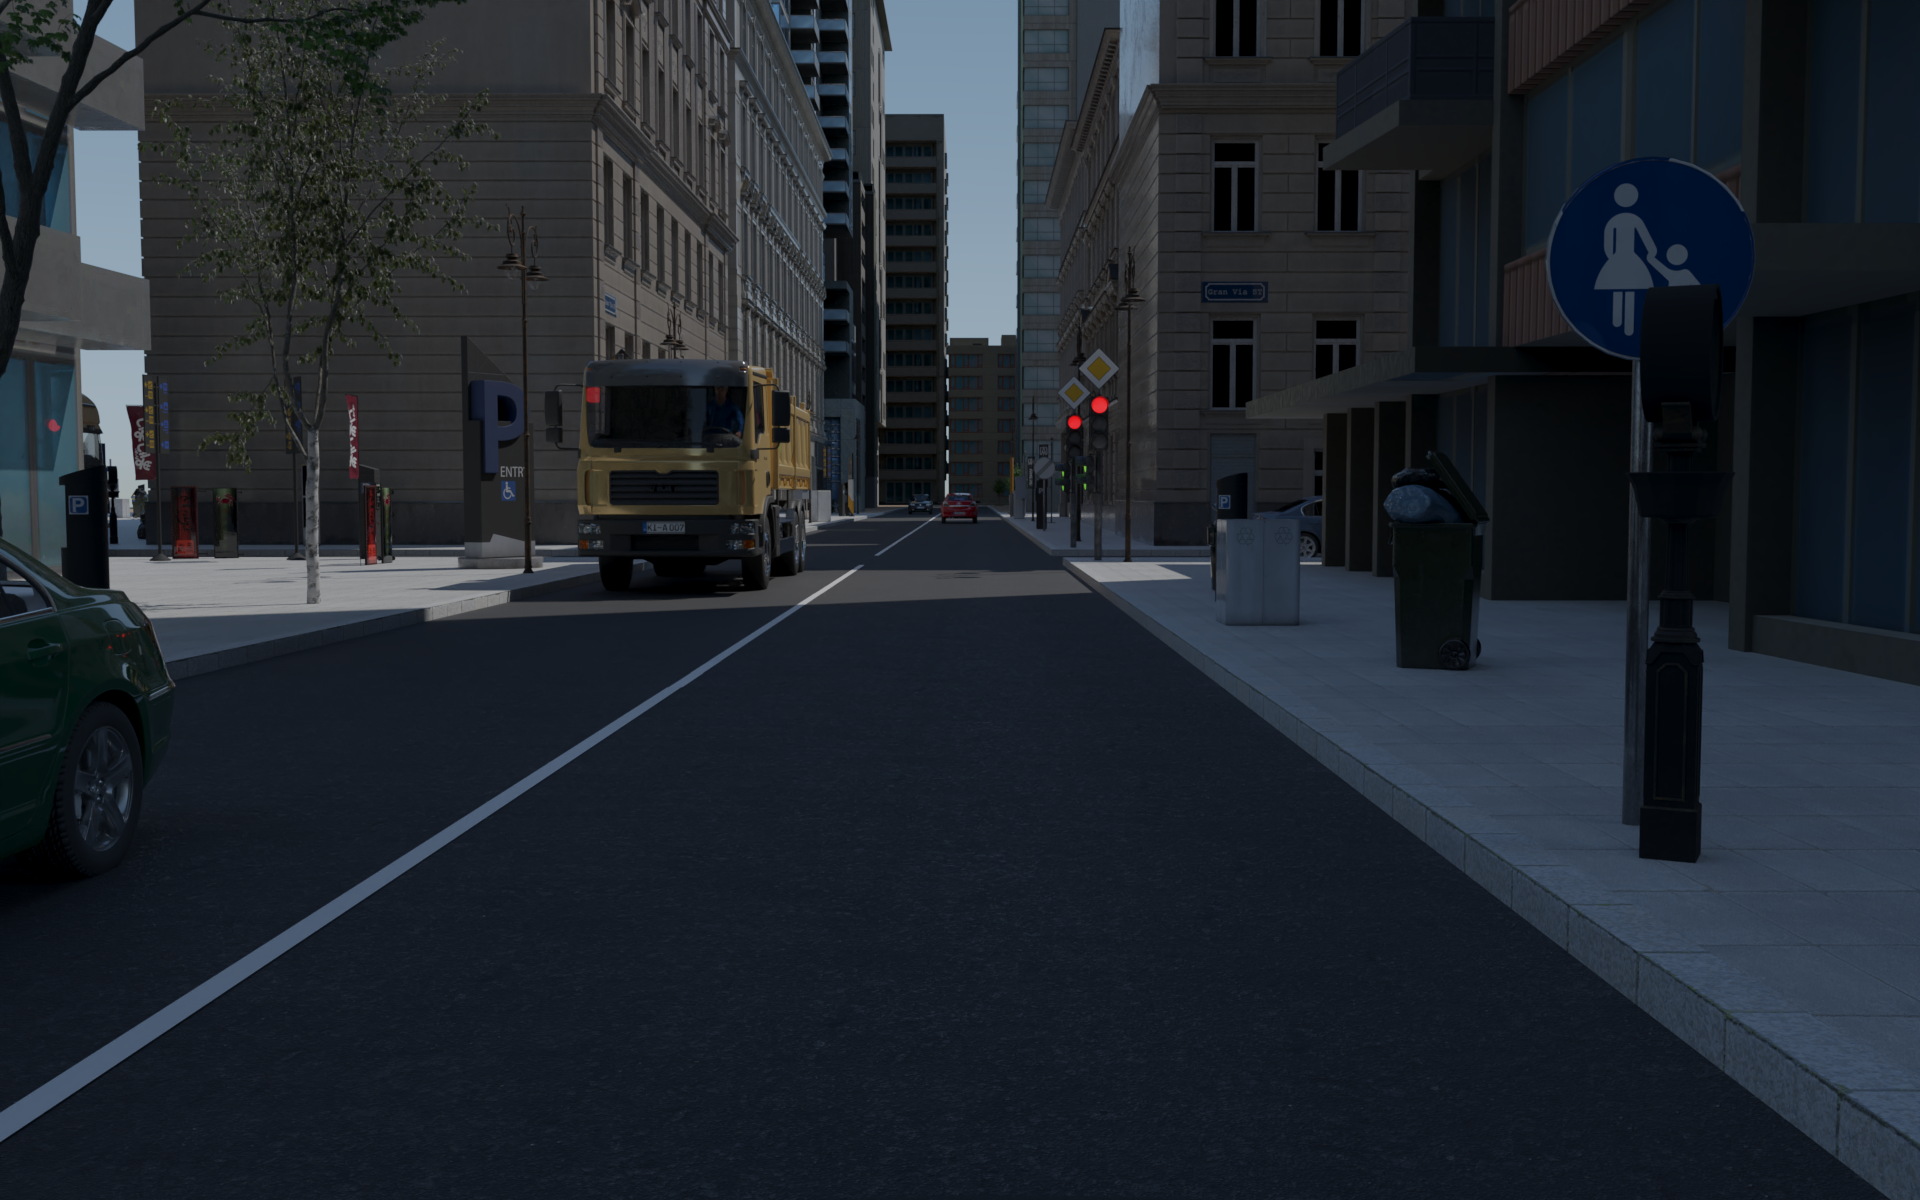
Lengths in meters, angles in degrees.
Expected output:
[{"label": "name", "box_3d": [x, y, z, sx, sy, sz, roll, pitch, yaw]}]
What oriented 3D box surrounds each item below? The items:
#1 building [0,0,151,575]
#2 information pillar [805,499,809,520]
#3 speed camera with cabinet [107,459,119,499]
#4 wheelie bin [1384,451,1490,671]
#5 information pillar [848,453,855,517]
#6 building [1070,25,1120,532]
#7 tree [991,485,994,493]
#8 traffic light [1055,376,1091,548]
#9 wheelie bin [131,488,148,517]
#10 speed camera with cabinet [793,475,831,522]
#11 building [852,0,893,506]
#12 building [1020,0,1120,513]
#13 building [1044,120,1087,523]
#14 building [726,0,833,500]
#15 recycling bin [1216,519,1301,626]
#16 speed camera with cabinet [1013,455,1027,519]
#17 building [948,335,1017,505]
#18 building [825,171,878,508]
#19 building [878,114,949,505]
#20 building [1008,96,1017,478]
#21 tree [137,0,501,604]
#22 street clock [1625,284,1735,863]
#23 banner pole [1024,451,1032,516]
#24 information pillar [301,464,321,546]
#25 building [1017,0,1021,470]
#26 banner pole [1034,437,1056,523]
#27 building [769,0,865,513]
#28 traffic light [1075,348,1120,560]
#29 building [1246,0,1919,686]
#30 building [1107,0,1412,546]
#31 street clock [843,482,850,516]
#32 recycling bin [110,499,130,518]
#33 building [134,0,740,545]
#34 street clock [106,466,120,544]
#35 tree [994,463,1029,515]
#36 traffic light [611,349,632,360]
[{"label": "building", "box_3d": [-26.968, -24.316, 17.184, 30.456, 49.044, 23.786, 0, 4, 0]}, {"label": "information pillar", "box_3d": [-7.712, -5.039, 86.883, 0.304, 2.012, 0.304, 2, 4, 32]}, {"label": "speed camera with cabinet", "box_3d": [-48.176, -6.267, 96.801, 2.038, 3.252, 0.660, -2, 4, -34]}, {"label": "wheelie bin", "box_3d": [3.528, -0.302, 12.849, 0.693, 1.594, 0.980, 2, 4, 24]}, {"label": "information pillar", "box_3d": [-6.211, -6.564, 98.673, 0.183, 3.616, 0.504, -2, 4, -32]}, {"label": "building", "box_3d": [9.986, -12.300, 65.732, 10.561, 19.102, 19.286, 0, 4, 0]}, {"label": "tree", "box_3d": [4.601, -12.203, 194.119, 1.663, 3.219, 1.824, 0, 3, 0]}, {"label": "traffic light", "box_3d": [2.701, -3.211, 41.418, 0.839, 4.253, 0.868, 0, 4, 0]}, {"label": "wheelie bin", "box_3d": [-44.941, -5.324, 94.956, 0.693, 1.594, 0.980, 0, 4, 7]}, {"label": "speed camera with cabinet", "box_3d": [-6.781, -5.205, 79.443, 0.660, 3.252, 2.038, 2, 4, 35]}, {"label": "building", "box_3d": [-21.221, -35.932, 176.726, 27.495, 52.752, 28.713, 0, 4, 0]}, {"label": "building", "box_3d": [11.340, -26.994, 124.945, 14.154, 41.232, 14.086, 0, 4, 0]}, {"label": "building", "box_3d": [10.023, -15.021, 96.507, 10.553, 20.767, 40.483, 0, 4, 0]}, {"label": "building", "box_3d": [-16.622, -19.186, 90.108, 17.030, 29.872, 44.131, 0, 4, 0]}, {"label": "recycling bin", "box_3d": [2.953, -0.283, 17.187, 0.722, 1.027, 0.722, 0, 4, 0]}, {"label": "speed camera with cabinet", "box_3d": [3.047, -5.794, 89.060, 0.660, 3.252, 2.038, 0, 4, -2]}, {"label": "building", "box_3d": [13.178, -22.627, 214.994, 28.899, 21.520, 27.650, 0, 4, 0]}, {"label": "building", "box_3d": [-14.782, -23.416, 154.549, 14.160, 30.474, 14.107, 0, 4, 0]}, {"label": "building", "box_3d": [-12.275, -35.947, 211.438, 21.600, 48.544, 21.300, 0, 4, 0]}, {"label": "building", "box_3d": [16.980, -34.016, 175.768, 23.786, 49.044, 30.456, 0, 4, 0]}, {"label": "tree", "box_3d": [-7.557, -4.276, 20.268, 4.360, 8.622, 3.978, 0, 3, 0]}, {"label": "street clock", "box_3d": [2.516, -0.092, 6.076, 0.358, 2.002, 0.471, 2, 4, 28]}, {"label": "banner pole", "box_3d": [4.020, -6.812, 101.387, 0.863, 3.779, 0.401, 1, 4, 19]}, {"label": "information pillar", "box_3d": [-15.937, -2.326, 42.529, 0.304, 2.012, 0.304, 3, 5, 40]}, {"label": "building", "box_3d": [15.312, -36.912, 145.503, 21.231, 58.520, 28.212, 0, 4, 0]}, {"label": "banner pole", "box_3d": [3.839, -5.292, 76.537, 0.863, 3.779, 0.401, 2, 4, 28]}, {"label": "building", "box_3d": [-18.149, -50.011, 130.346, 22.319, 86.520, 31.000, 0, 4, 0]}, {"label": "traffic light", "box_3d": [2.653, -2.722, 33.433, 0.839, 4.253, 0.868, 0, 4, 0]}, {"label": "building", "box_3d": [16.001, -22.163, 16.993, 22.147, 44.769, 28.867, 0, 4, 0]}, {"label": "building", "box_3d": [16.933, -15.303, 47.468, 25.104, 27.353, 12.463, 0, 4, 0]}, {"label": "street clock", "box_3d": [-6.508, -5.852, 100.247, 0.471, 2.002, 0.358, -2, 4, -34]}, {"label": "recycling bin", "box_3d": [-45.026, -4.910, 92.825, 0.722, 1.027, 0.722, 0, 4, 7]}, {"label": "building", "box_3d": [-14.661, -15.758, 54.912, 12.463, 27.353, 25.104, 0, 4, 0]}, {"label": "street clock", "box_3d": [-21.749, -2.440, 44.462, 0.358, 2.002, 0.471, -2, 4, -32]}, {"label": "tree", "box_3d": [3.544, -7.312, 114.145, 1.663, 3.219, 1.824, 0, 3, 0]}, {"label": "traffic light", "box_3d": [-6.509, -2.725, 33.472, 0.839, 4.253, 0.868, 0, 4, 0]}]
